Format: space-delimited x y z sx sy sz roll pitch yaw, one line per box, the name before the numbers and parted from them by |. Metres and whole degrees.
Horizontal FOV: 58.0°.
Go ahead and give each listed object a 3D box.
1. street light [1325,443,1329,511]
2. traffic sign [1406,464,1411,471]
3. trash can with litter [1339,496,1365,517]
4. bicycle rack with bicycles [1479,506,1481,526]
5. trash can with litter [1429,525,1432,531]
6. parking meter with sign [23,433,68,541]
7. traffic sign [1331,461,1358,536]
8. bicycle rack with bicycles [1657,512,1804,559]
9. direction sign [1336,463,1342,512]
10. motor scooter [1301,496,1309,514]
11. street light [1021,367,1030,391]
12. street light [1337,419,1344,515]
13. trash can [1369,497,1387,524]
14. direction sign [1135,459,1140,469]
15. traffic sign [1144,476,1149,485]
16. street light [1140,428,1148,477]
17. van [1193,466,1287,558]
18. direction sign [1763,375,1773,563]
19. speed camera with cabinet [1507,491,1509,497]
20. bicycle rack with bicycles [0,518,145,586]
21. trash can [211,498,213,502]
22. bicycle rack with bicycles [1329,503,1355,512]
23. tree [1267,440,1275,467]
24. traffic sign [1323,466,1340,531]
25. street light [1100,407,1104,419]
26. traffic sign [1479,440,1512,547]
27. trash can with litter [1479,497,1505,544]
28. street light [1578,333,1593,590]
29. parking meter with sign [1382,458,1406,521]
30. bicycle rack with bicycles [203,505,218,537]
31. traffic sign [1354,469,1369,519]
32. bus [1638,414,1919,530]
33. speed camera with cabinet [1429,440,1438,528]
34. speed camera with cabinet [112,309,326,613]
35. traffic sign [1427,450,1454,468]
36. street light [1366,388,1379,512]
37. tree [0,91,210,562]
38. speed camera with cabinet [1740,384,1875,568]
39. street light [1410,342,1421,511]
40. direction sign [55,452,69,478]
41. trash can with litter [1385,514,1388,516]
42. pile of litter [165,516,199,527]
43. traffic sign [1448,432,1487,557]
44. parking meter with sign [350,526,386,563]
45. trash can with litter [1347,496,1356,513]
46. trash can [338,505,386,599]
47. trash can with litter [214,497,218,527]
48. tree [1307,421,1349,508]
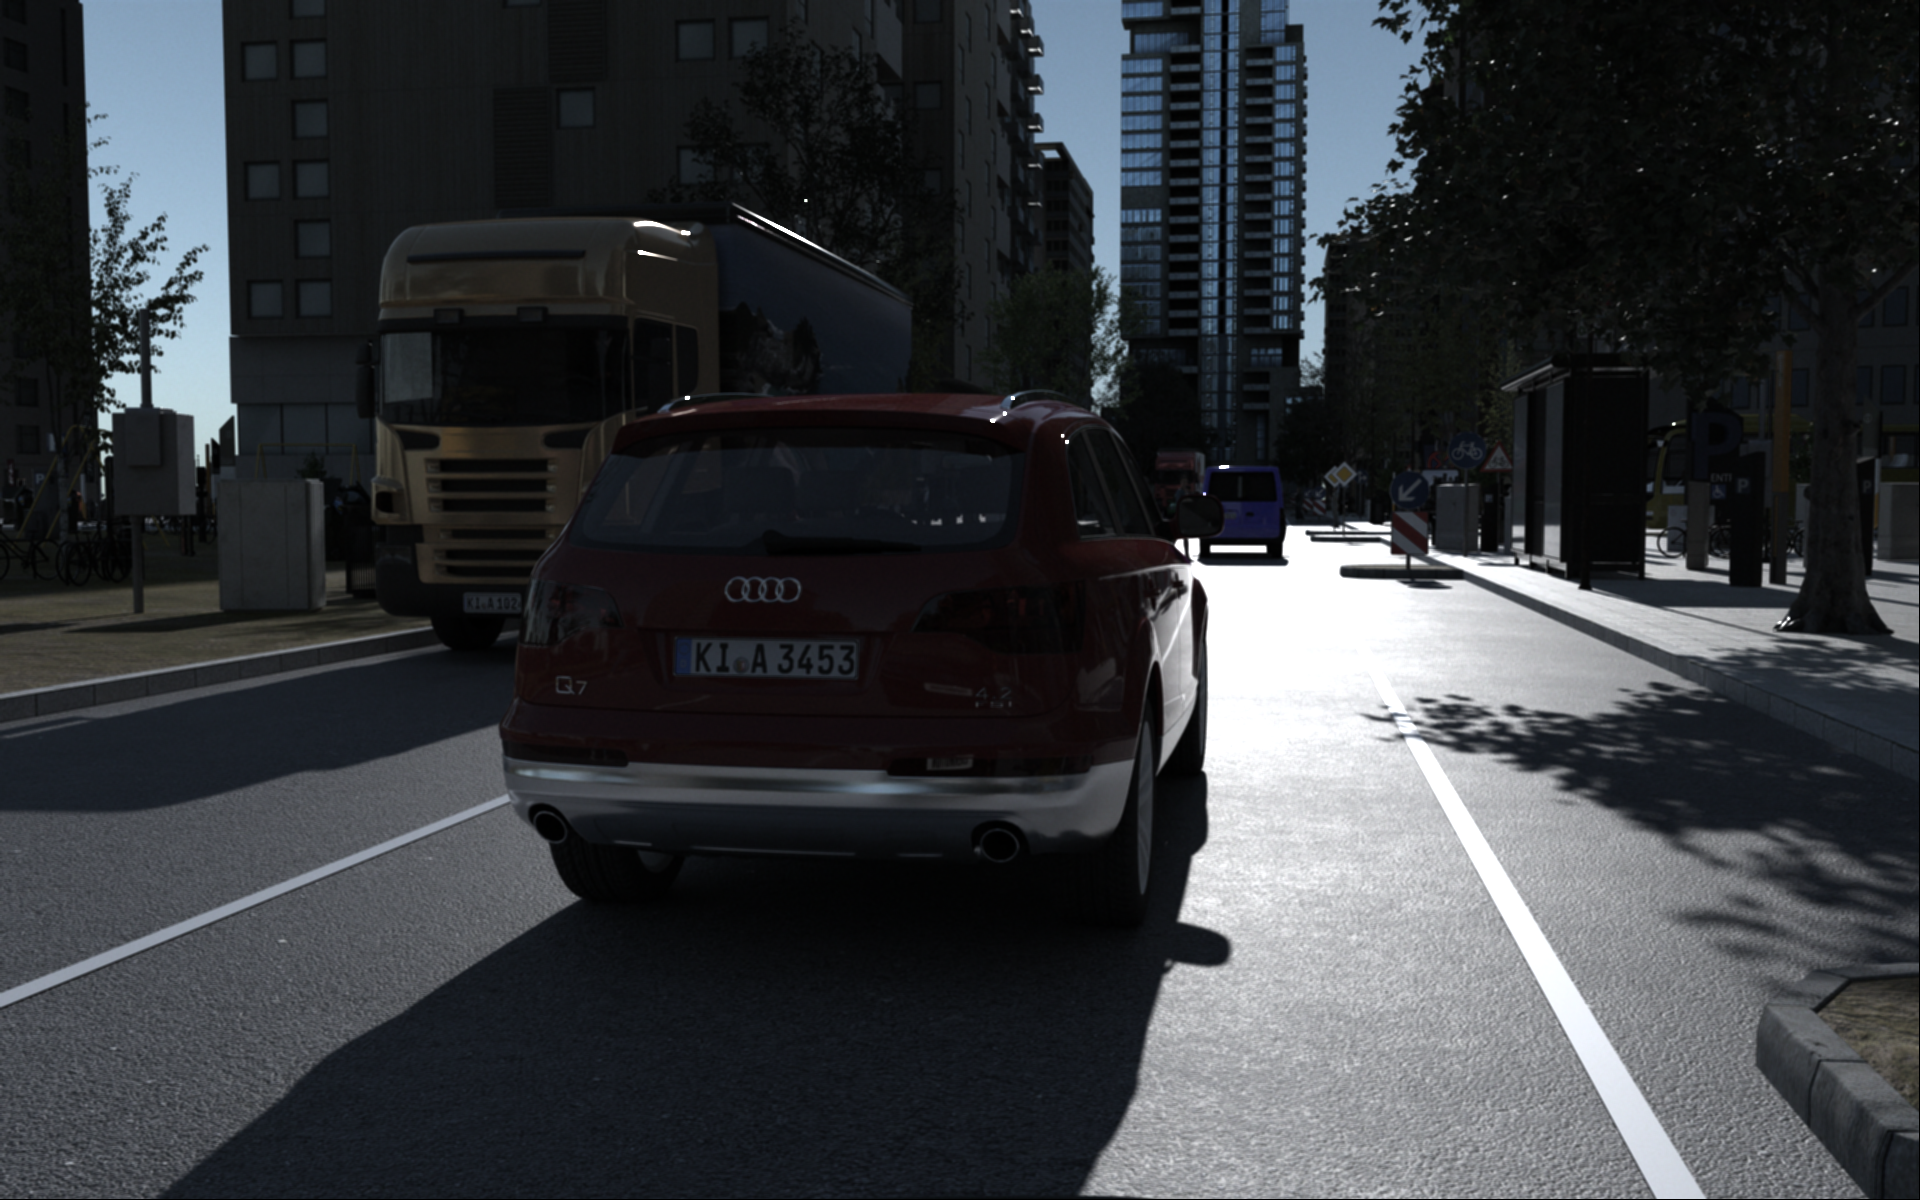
street light | 28.201 -9.795 132.941 0.468 5.910 1.993 1 4 10
traffic sign | 19.429 -4.585 74.973 0.884 2.594 0.081 1 4 11
trash can with litter | 22.712 -5.375 98.945 2.233 1.210 1.678 0 4 -3
bicycle rack with bicycles | 23.864 -3.890 76.987 2.852 0.926 2.925 2 4 27
trash can with litter | 16.461 -3.013 60.318 1.678 1.210 2.233 2 4 32
parking meter with sign | -25.639 -3.196 48.519 0.543 3.016 1.738 0 4 -3
traffic sign | 11.705 -3.007 52.799 0.795 2.450 0.064 1 4 10
bicycle rack with bicycles | 15.924 -1.318 34.926 2.925 0.926 2.852 3 5 40
direction sign | 27.823 -8.242 126.752 0.379 3.537 0.876 -2 4 -33
motor scooter | 25.427 -7.003 127.272 0.815 1.314 1.986 1 4 12
street light | 2.411 -5.523 63.092 0.468 5.910 1.993 1 4 10
street light | 22.946 -8.054 104.475 0.468 5.910 1.993 1 4 10
trash can | 17.736 -3.784 73.524 0.748 1.137 0.748 0 3 0
direction sign | 11.413 -7.439 113.627 0.876 3.537 0.379 3 4 38
traffic sign | 12.948 -7.463 122.125 0.768 2.556 0.104 1 4 17
street light | 12.753 -9.036 120.520 0.468 5.910 1.993 1 4 10
van | 6.567 -2.216 40.610 2.240 2.365 5.245 1 4 8
direction sign | 15.031 -2.458 32.193 0.379 3.537 0.876 1 4 23
speed camera with cabinet | 34.423 -7.019 109.099 2.038 3.252 0.660 3 4 36
bicycle rack with bicycles | -13.094 -0.731 25.337 2.852 0.926 2.925 1 4 9
trash can | -46.654 -5.877 107.747 0.748 1.137 0.748 0 3 0
bicycle rack with bicycles | 27.927 -6.781 124.246 2.925 0.926 2.852 -3 5 -44
tree | 41.172 -17.651 205.607 9.611 12.733 9.660 0 3 0
traffic sign | 13.118 -3.487 60.659 0.795 2.450 0.064 1 4 10
street light | 7.523 -7.272 91.682 0.468 5.910 1.993 1 4 10
traffic sign | 12.965 -2.552 41.730 0.884 2.594 0.081 1 4 16
trash can with litter | 13.962 -2.019 44.402 1.055 1.170 0.624 -2 4 -26
street light | 8.422 -3.081 23.157 0.468 5.910 1.993 1 4 10
parking meter with sign | 20.972 -5.286 82.690 0.543 3.016 1.738 -2 4 -31
bicycle rack with bicycles | -17.658 -1.895 44.360 2.925 0.926 2.852 3 4 39
traffic sign | 20.399 -5.385 88.145 0.768 2.556 0.104 1 4 17
bus | 27.192 -3.807 53.785 12.252 3.916 2.896 1 4 9
speed camera with cabinet | 17.342 -4.285 64.395 0.660 3.252 2.038 0 4 1
speed camera with cabinet | -8.040 -1.498 18.828 2.038 3.252 0.660 0 4 -5
traffic sign | 14.037 -3.090 50.632 0.768 2.556 0.104 1 4 14
street light | 17.968 -6.281 75.489 0.468 5.910 1.993 1 4 10
tree | -16.728 -5.027 32.552 4.737 8.622 4.395 0 3 0
speed camera with cabinet | 14.465 -2.156 29.592 2.038 3.252 0.660 3 4 37
street light | 13.547 -4.832 51.796 0.468 5.910 1.993 1 4 10
direction sign | -43.362 -5.608 83.683 0.379 3.537 0.876 0 4 8
trash can with litter | 24.615 -5.485 100.731 2.233 1.210 1.678 0 4 0
pile of litter | -30.890 -3.349 68.724 1.176 0.858 1.719 2 4 29
traffic sign | 10.349 -2.159 35.399 0.768 2.556 0.104 1 4 17
parking meter with sign | -10.579 -2.221 32.570 1.738 3.016 0.543 -1 4 -9
trash can with litter | 26.456 -6.413 116.234 0.624 1.170 1.055 -3 4 -36
trash can | -7.274 -0.596 21.393 0.748 1.137 0.748 0 3 0
trash can with litter | -28.991 -3.476 68.226 0.624 1.170 1.055 -2 4 -34
tree | 35.083 -13.118 164.848 4.360 8.622 3.978 0 3 0
